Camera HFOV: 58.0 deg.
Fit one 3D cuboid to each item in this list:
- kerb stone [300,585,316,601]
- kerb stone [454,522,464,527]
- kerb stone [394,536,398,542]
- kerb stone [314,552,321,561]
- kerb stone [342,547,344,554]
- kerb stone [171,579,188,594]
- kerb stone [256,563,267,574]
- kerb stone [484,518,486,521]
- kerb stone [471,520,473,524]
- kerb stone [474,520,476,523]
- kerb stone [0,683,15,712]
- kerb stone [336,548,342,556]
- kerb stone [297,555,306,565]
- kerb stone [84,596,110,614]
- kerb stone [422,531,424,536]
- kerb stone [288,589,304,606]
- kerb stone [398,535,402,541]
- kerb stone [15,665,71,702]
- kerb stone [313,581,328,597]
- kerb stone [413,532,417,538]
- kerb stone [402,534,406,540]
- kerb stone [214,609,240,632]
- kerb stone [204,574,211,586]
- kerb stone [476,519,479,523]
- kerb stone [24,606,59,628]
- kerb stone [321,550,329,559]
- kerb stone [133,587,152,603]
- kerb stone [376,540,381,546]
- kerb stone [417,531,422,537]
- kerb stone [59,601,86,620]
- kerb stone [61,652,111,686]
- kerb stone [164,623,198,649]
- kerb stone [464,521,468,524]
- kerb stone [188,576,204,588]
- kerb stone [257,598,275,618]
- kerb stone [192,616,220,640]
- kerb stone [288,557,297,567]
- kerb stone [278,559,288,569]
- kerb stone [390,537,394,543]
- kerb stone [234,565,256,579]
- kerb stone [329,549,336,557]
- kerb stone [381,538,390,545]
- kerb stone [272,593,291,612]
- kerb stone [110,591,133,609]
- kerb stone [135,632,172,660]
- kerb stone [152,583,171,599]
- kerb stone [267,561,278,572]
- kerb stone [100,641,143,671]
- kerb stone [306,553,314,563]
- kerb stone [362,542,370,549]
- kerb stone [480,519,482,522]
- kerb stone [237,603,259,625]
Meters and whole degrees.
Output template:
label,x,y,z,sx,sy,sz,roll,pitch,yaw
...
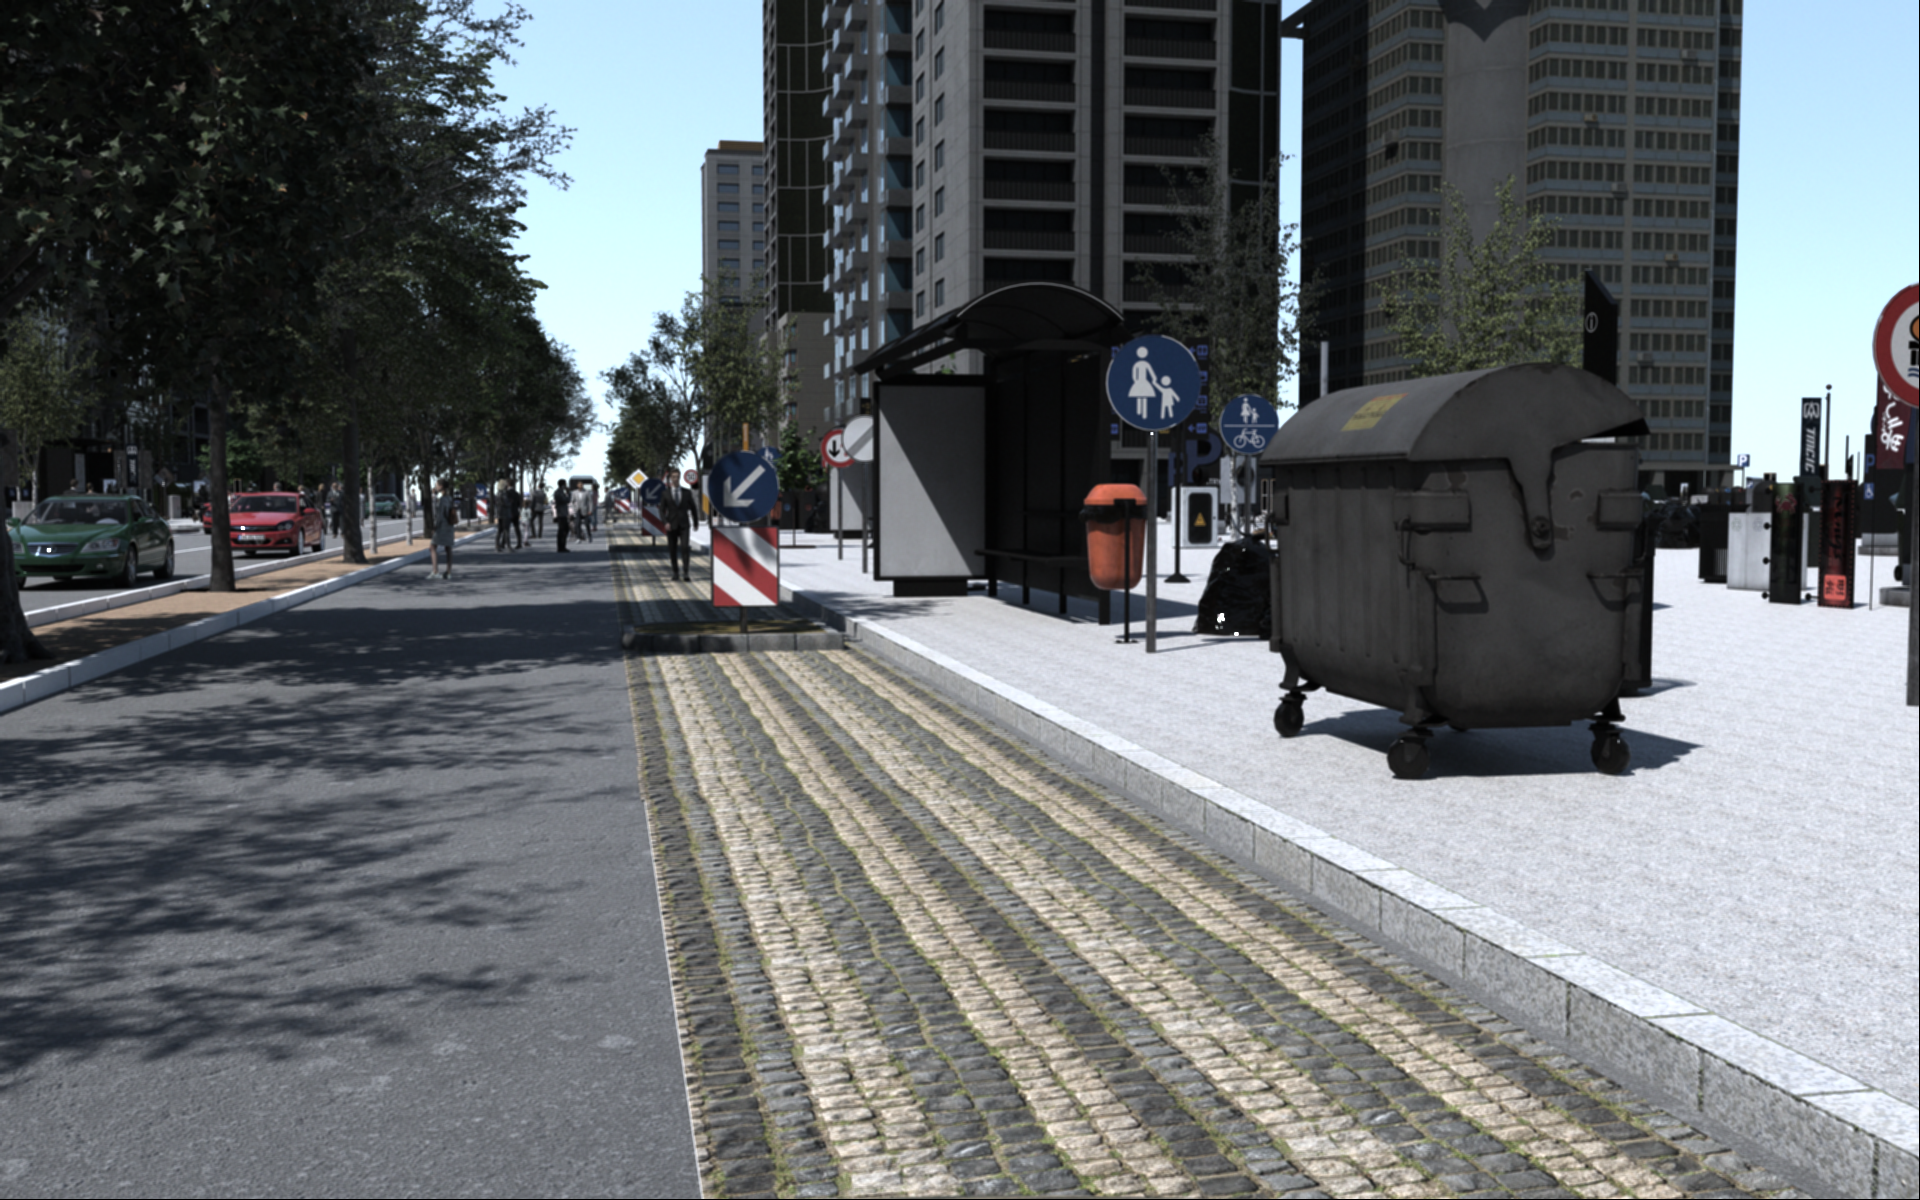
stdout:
label,x,y,z,sx,sy,sz,roll,pitch,yaw
kerb stone,-8.875,-0.071,23.384,0.120,0.150,1.000,-1,4,-12
kerb stone,-21.877,-3.271,75.674,0.120,0.150,1.000,-1,4,-12
kerb stone,-16.753,-1.763,51.042,0.120,0.150,1.000,-1,4,-12
kerb stone,-13.847,-0.899,36.986,0.120,0.150,1.000,-1,4,-12
kerb stone,-14.679,-1.145,40.990,0.120,0.150,1.000,-1,4,-12
kerb stone,-11.337,-0.167,24.927,0.120,0.150,1.000,-1,4,-12
kerb stone,-12.584,-0.536,30.956,0.120,0.150,1.000,-1,4,-12
kerb stone,-24.804,-4.127,89.760,0.120,0.150,1.000,-1,4,-12
kerb stone,-22.921,-3.579,80.712,0.120,0.150,1.000,-1,4,-12
kerb stone,-23.346,-3.700,82.722,0.120,0.150,1.000,-1,4,-12
kerb stone,-6.368,0.666,11.356,0.120,0.150,1.000,-1,4,-12
kerb stone,-14.463,-1.088,39.991,0.120,0.150,1.000,-1,4,-12
kerb stone,-13.419,-0.782,34.981,0.120,0.150,1.000,-1,4,-12
kerb stone,-10.501,0.078,20.918,0.120,0.150,1.000,-1,4,-12
kerb stone,-18.430,-2.250,59.058,0.120,0.150,1.000,-1,4,-12
kerb stone,-8.655,-0.011,22.383,0.120,0.150,1.000,-1,4,-12
kerb stone,-16.967,-1.825,52.042,0.120,0.150,1.000,-1,4,-12
kerb stone,-6.574,0.603,12.357,0.120,0.150,1.000,-1,4,-12
kerb stone,-9.077,-0.134,24.389,0.120,0.150,1.000,-1,4,-12
kerb stone,-17.787,-2.071,56.051,0.120,0.150,1.000,-1,4,-12
kerb stone,-17.172,-1.883,53.047,0.120,0.150,1.000,-1,4,-12
kerb stone,-7.828,0.234,18.366,0.120,0.150,1.000,-1,4,-12
kerb stone,-11.758,-0.290,26.939,0.120,0.150,1.000,-1,4,-12
kerb stone,-23.758,-3.825,84.735,0.120,0.150,1.000,-1,4,-12
kerb stone,-10.085,0.201,18.915,0.120,0.150,1.000,-1,4,-12
kerb stone,-14.048,-0.963,37.988,0.120,0.150,1.000,-1,4,-12
kerb stone,-10.917,-0.045,22.925,0.120,0.150,1.000,-1,4,-12
kerb stone,-15.927,-1.516,47.018,0.120,0.150,1.000,-1,4,-12
kerb stone,-18.217,-2.193,58.058,0.120,0.150,1.000,-1,4,-12
kerb stone,-10.293,0.139,19.917,0.120,0.150,1.000,-1,4,-12
kerb stone,-6.778,0.542,13.362,0.120,0.150,1.000,-1,4,-12
kerb stone,-7.409,0.357,16.365,0.120,0.150,1.000,-1,4,-12
kerb stone,-22.292,-3.394,77.690,0.120,0.150,1.000,-1,4,-12
kerb stone,-11.538,-0.229,25.933,0.120,0.150,1.000,-1,4,-12
kerb stone,-8.244,0.115,20.380,0.120,0.150,1.000,-1,4,-12
kerb stone,-7.617,0.295,17.366,0.120,0.150,1.000,-1,4,-12
kerb stone,-13.204,-0.716,33.982,0.120,0.150,1.000,-1,4,-12
kerb stone,-13.001,-0.659,32.972,0.120,0.150,1.000,-1,4,-12
kerb stone,-16.545,-1.703,50.041,0.120,0.150,1.000,-1,4,-12
kerb stone,-12.371,-0.472,29.946,0.120,0.150,1.000,-1,4,-12
kerb stone,-14.252,-1.027,38.991,0.120,0.150,1.000,-1,4,-12
kerb stone,-16.337,-1.636,49.037,0.120,0.150,1.000,-1,4,-12
kerb stone,-8.448,0.050,21.382,0.120,0.150,1.000,-1,4,-12
kerb stone,-10.700,0.020,21.921,0.120,0.150,1.000,-1,4,-12
kerb stone,-7.203,0.418,15.362,0.120,0.150,1.000,-1,4,-12
kerb stone,-11.117,-0.106,23.928,0.120,0.150,1.000,-1,4,-12
kerb stone,-12.792,-0.595,31.960,0.120,0.150,1.000,-1,4,-12
kerb stone,-6.993,0.479,14.362,0.120,0.150,1.000,-1,4,-12
kerb stone,-13.628,-0.843,35.986,0.120,0.150,1.000,-1,4,-12
kerb stone,-15.718,-1.457,46.014,0.120,0.150,1.000,-1,4,-12
kerb stone,-24.178,-3.948,86.746,0.120,0.150,1.000,-1,4,-12
kerb stone,-8.028,0.173,19.373,0.120,0.150,1.000,-1,4,-12
